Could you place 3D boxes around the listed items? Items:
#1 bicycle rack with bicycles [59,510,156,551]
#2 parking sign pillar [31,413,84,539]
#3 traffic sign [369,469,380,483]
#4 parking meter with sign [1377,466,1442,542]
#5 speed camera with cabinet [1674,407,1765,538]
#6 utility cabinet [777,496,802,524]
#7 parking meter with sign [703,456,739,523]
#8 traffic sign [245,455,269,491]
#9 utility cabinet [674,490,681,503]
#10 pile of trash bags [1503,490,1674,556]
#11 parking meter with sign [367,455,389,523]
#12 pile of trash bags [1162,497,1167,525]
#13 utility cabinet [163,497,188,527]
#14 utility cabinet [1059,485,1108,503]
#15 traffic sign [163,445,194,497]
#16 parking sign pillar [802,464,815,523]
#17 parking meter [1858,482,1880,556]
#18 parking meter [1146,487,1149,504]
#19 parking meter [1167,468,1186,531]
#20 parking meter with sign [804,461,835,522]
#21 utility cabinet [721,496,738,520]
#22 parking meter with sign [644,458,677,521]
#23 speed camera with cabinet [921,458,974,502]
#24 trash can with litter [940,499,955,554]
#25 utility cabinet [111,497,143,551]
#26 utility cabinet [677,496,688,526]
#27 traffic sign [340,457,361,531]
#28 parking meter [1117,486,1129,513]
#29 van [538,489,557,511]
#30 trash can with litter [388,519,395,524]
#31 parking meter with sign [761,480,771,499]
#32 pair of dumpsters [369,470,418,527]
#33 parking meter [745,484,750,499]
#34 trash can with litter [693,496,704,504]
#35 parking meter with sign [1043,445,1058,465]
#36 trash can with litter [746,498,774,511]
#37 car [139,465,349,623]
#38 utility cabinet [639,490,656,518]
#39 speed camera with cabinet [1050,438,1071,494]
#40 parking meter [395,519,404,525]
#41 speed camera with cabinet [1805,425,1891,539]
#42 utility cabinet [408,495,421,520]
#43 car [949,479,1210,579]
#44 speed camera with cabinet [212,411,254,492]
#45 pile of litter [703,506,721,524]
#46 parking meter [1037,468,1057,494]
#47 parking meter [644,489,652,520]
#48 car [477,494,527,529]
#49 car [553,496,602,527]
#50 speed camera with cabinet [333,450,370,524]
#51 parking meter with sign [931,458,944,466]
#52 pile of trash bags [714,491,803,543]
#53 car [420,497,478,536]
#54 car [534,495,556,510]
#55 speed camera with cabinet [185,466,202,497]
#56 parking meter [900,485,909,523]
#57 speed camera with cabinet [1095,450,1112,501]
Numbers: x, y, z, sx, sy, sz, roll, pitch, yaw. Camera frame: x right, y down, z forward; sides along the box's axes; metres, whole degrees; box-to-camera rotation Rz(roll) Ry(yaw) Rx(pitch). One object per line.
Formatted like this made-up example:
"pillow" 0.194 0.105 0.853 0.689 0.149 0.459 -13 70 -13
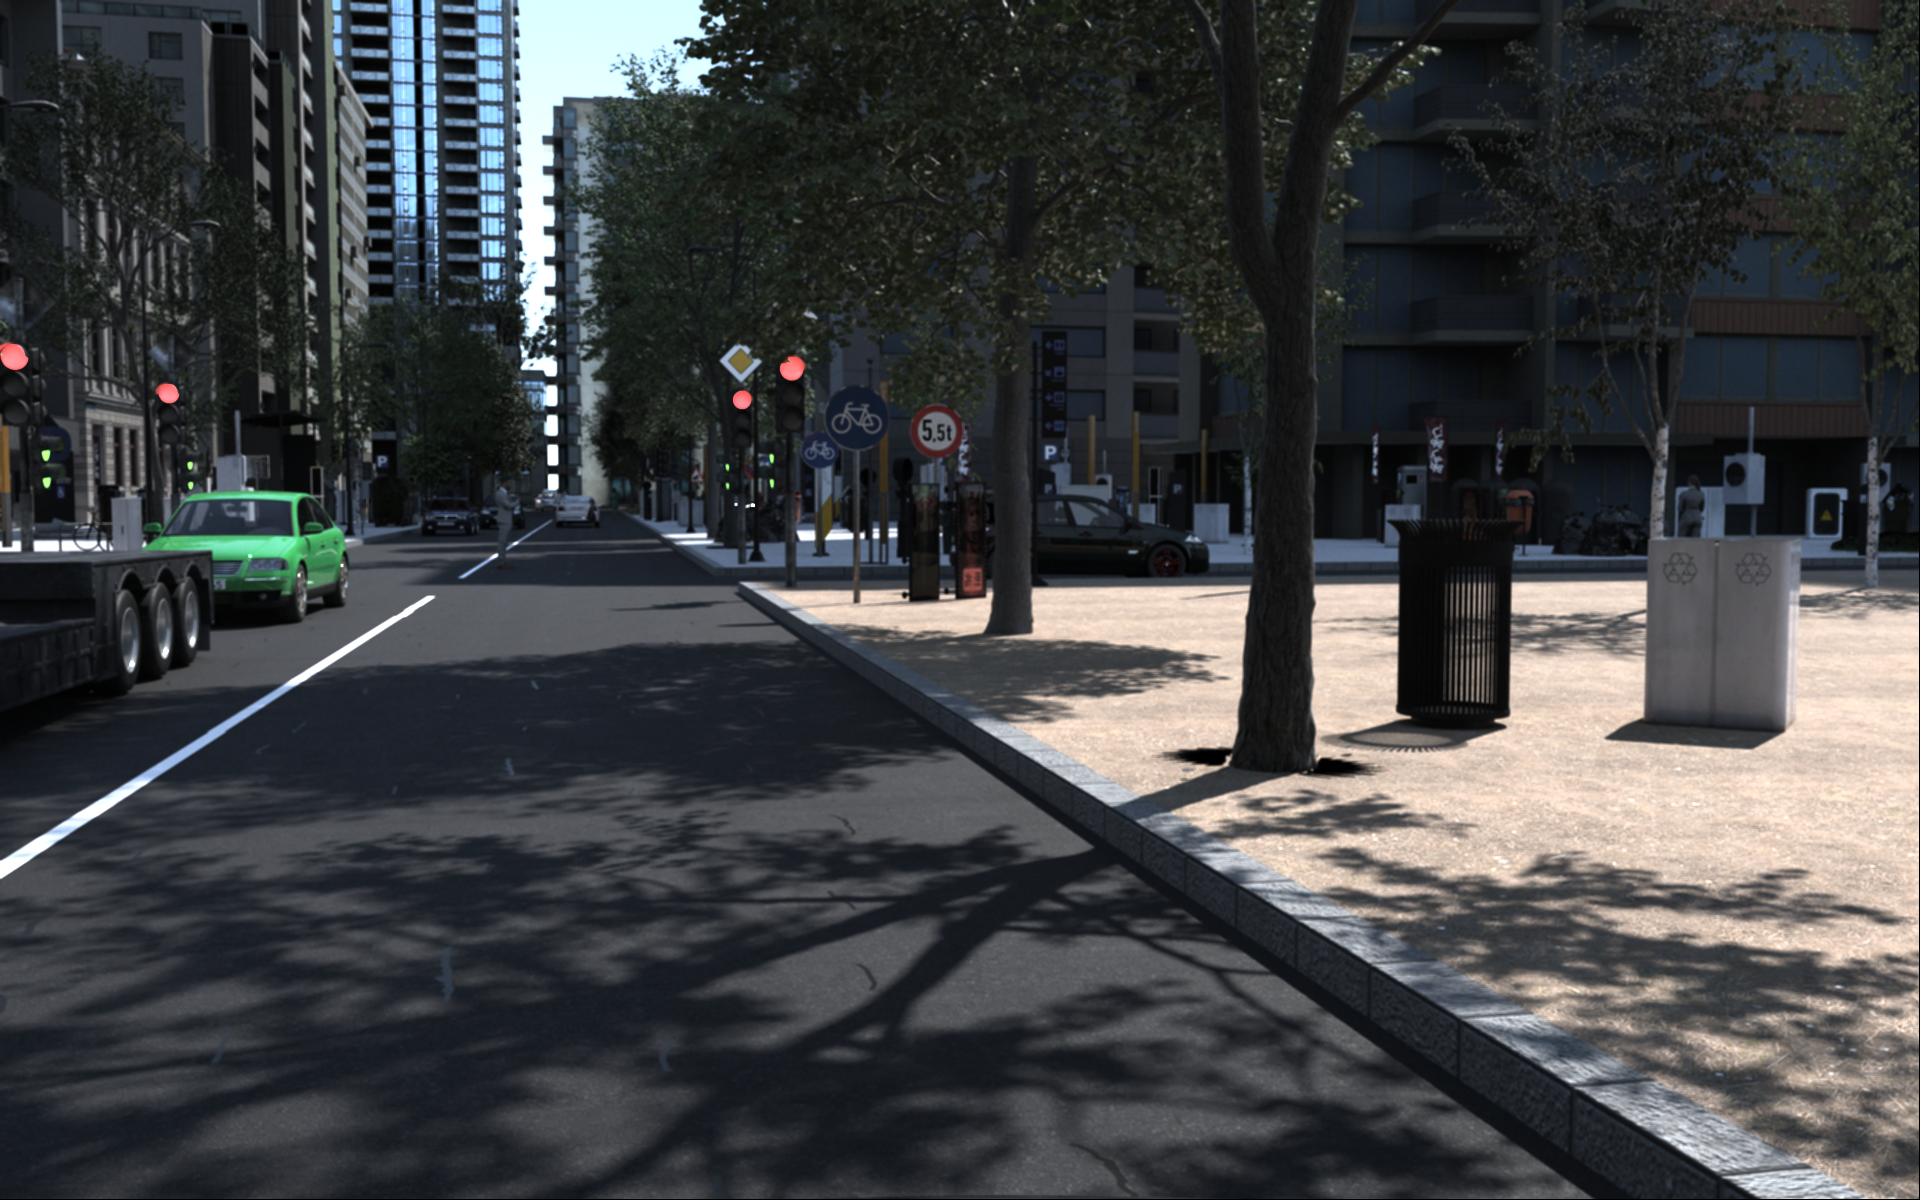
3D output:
"bicycle rack with bicycles" -18.772 -1.578 39.187 2.852 0.926 2.925 2 4 32
"parking sign pillar" -26.124 -3.758 49.909 1.447 3.967 1.447 0 4 6
"traffic sign" -27.271 -4.857 80.590 0.795 2.450 0.064 0 4 -4
"parking meter with sign" 12.175 -3.089 46.768 1.738 3.016 0.543 0 4 -4
"speed camera with cabinet" 17.504 -2.790 39.946 0.660 3.252 2.038 -2 4 -25
"utility cabinet" -7.213 -3.792 73.166 1.020 1.237 0.306 -1 4 -17
"parking meter with sign" -10.717 -5.042 78.695 1.738 3.016 0.543 -2 4 -26
"traffic sign" -18.613 -2.676 45.883 0.606 2.300 0.079 0 4 -4
"utility cabinet" -16.428 -5.627 100.681 0.318 1.500 1.173 -1 4 -16
"pile of trash bags" 13.087 -1.626 36.334 3.447 1.369 1.912 0 4 -6
"parking meter with sign" -25.939 -4.946 77.133 0.543 3.016 1.738 0 4 -2
"pile of trash bags" 9.718 -3.842 72.570 3.447 1.369 1.912 2 4 28
"utility cabinet" -15.437 -1.447 34.824 1.020 1.237 0.306 0 4 -2
"utility cabinet" 3.025 -2.065 42.436 1.173 1.500 0.318 0 4 -5
"traffic sign" -19.784 -2.679 43.901 0.768 2.556 0.104 0 4 -6
"parking sign pillar" -6.329 -5.370 76.278 1.447 3.967 1.447 2 4 27
"parking meter" 18.892 -1.687 35.992 0.372 1.533 0.369 0 3 0
"parking meter" 6.479 -3.064 58.515 0.372 1.533 0.369 0 3 0
"parking meter" 4.901 -2.055 39.306 0.399 1.863 0.255 0 4 -1
"parking meter with sign" -6.505 -5.174 80.858 1.738 3.016 0.543 3 5 44
"utility cabinet" -8.666 -3.295 65.028 0.306 1.237 1.020 1 4 13
"parking meter with sign" -14.272 -5.335 83.488 1.738 3.016 0.543 0 4 7
"speed camera with cabinet" -0.161 -3.593 53.076 2.038 3.252 0.660 -1 4 -11
"trash can with litter" 0.017 -1.567 37.015 1.055 1.170 0.624 -3 5 -39
"utility cabinet" -16.949 -1.472 35.223 0.306 1.237 1.020 -3 5 -42
"utility cabinet" -11.270 -3.627 70.455 0.306 1.237 1.020 -1 4 -19
"traffic sign" -20.748 -3.606 59.071 0.768 2.556 0.104 0 4 -6
"parking meter" 4.857 -2.642 51.603 0.372 1.533 0.369 0 3 0
"van" -35.079 -8.644 148.341 2.013 2.044 4.112 -1 4 -13
"trash can with litter" -23.883 -3.784 73.262 1.055 1.170 0.624 2 4 31
"parking meter with sign" -10.415 -5.922 93.081 0.543 3.016 1.738 -1 4 -14
"pair of dumpsters" -22.494 -4.053 68.765 1.574 2.255 4.437 -1 4 -12
"parking meter" -12.159 -5.709 99.056 0.255 1.863 0.399 -1 4 -9
"trash can with litter" -13.296 -4.577 86.220 1.055 1.170 0.624 -3 4 -38
"parking meter with sign" 3.184 -3.934 60.576 0.543 3.016 1.738 0 4 1
"trash can with litter" -6.080 -2.518 52.558 1.055 1.170 0.624 1 4 13
"car" -8.458 -0.718 20.538 1.959 1.807 4.718 -1 4 -10
"utility cabinet" -16.617 -5.157 93.002 1.173 1.500 0.318 1 4 22
"speed camera with cabinet" 2.936 -3.534 52.122 0.660 3.252 2.038 0 4 -1
"parking meter" -23.107 -3.849 71.341 0.372 1.533 0.369 0 3 0
"speed camera with cabinet" 25.106 -3.342 48.970 2.038 3.252 0.660 1 4 18
"utility cabinet" -31.142 -5.336 98.406 1.020 1.237 0.306 1 4 16
"car" 1.920 -1.113 27.981 4.222 1.686 2.009 -1 4 -11
"speed camera with cabinet" -17.478 -2.901 41.760 0.660 3.252 2.038 -1 4 -14
"pile of litter" -10.115 -3.635 73.400 1.719 0.858 1.176 3 4 38
"parking meter" 1.957 -2.047 39.179 0.399 1.863 0.255 -1 4 -22
"parking meter" -15.421 -4.716 85.522 0.372 1.533 0.369 0 3 0
"car" -18.983 -3.799 71.905 2.009 1.686 4.222 -1 4 -12
"car" -16.752 -3.886 75.898 2.083 1.381 4.827 -1 4 -12
"speed camera with cabinet" -26.400 -4.887 74.232 2.038 3.252 0.660 1 4 10
"parking meter with sign" -1.052 -4.917 76.661 0.543 3.016 1.738 0 4 4
"pile of trash bags" -5.189 -2.279 47.011 1.912 1.369 3.447 1 4 20
"car" -17.877 -2.944 60.716 1.945 1.354 3.894 -1 4 -12
"car" -37.211 -8.767 155.699 2.083 1.381 4.827 -1 4 -13
"speed camera with cabinet" -31.653 -4.823 73.197 2.038 3.252 0.660 -1 4 -21
"parking meter" -1.218 -1.970 40.625 0.372 1.533 0.369 0 3 0
"speed camera with cabinet" 5.811 -5.138 78.345 2.038 3.252 0.660 1 4 18
